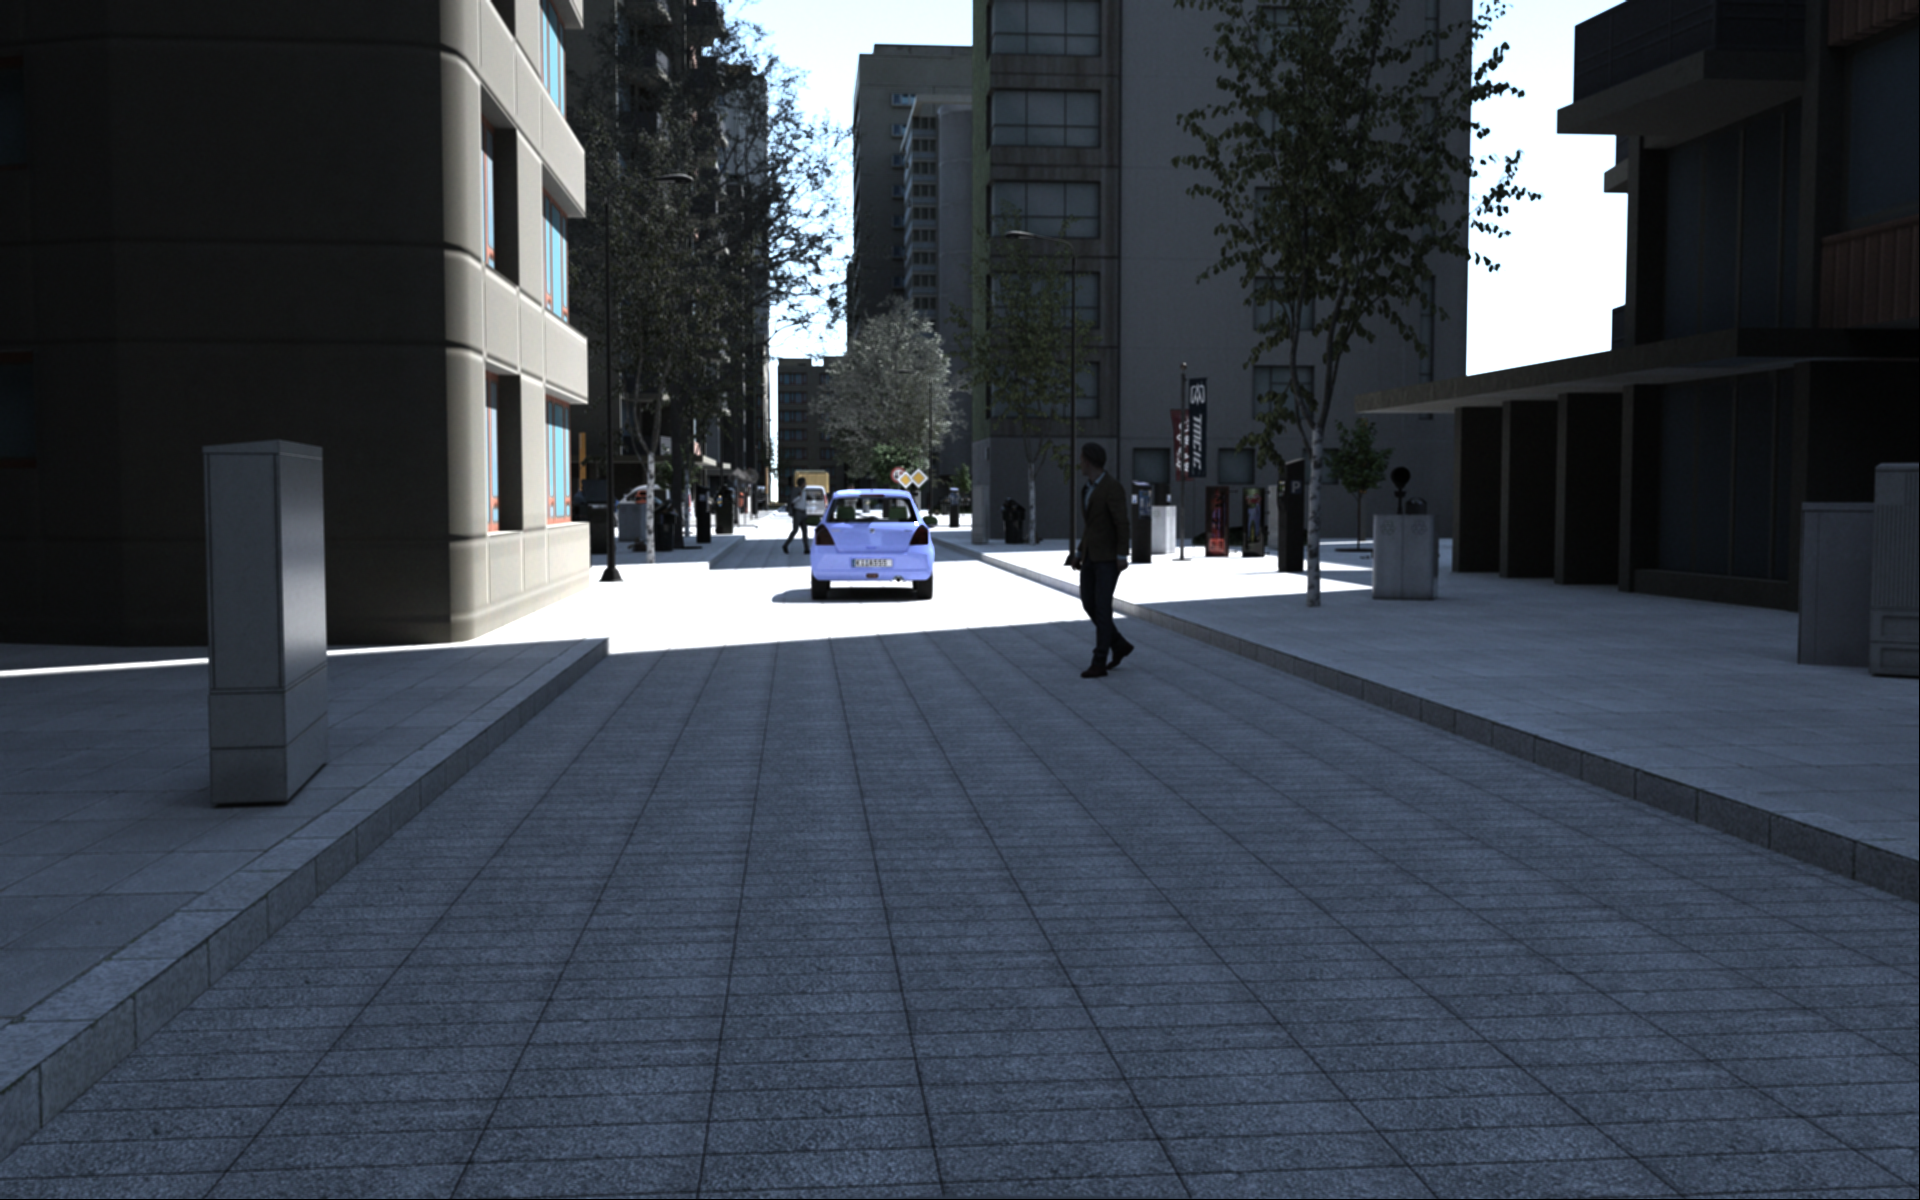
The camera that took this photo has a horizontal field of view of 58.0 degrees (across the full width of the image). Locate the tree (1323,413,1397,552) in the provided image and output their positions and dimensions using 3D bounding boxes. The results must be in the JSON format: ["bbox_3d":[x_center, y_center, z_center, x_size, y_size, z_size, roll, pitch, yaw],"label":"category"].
[{"bbox_3d":[8.986,-2.693,38.632,1.663,3.219,1.824,0,3,0],"label":"tree"}]

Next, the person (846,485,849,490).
[{"bbox_3d":[-4.730,-3.946,73.039,0.654,1.822,0.581,-2,4,-27],"label":"person"}]

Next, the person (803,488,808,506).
[{"bbox_3d":[-7.420,-4.498,81.411,0.474,1.900,0.648,1,4,10],"label":"person"}]

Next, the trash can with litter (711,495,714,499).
[{"bbox_3d":[-20.701,-8.027,142.633,1.055,1.170,0.624,1,4,19],"label":"trash can with litter"}]

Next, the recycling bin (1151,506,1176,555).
[{"bbox_3d":[4.176,-1.500,37.079,0.722,1.027,0.722,2,4,27],"label":"recycling bin"}]

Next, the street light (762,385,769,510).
[{"bbox_3d":[-8.957,-6.160,73.257,1.470,5.913,1.316,0,4,-5],"label":"street light"}]

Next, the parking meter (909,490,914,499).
[{"bbox_3d":[-3.115,-6.412,113.242,0.372,1.533,0.369,0,3,0],"label":"parking meter"}]

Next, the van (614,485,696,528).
[{"bbox_3d":[-12.753,-3.841,69.809,4.112,2.044,2.013,0,4,-4],"label":"van"}]

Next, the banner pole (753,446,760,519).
[{"bbox_3d":[-10.715,-6.175,90.973,0.401,3.779,0.863,0,4,-8],"label":"banner pole"}]

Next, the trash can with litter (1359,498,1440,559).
[{"bbox_3d":[8.868,-1.471,35.114,2.233,1.210,1.678,-2,4,-28],"label":"trash can with litter"}]

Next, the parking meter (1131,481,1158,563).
[{"bbox_3d":[3.389,-1.463,32.339,0.372,1.533,0.369,0,3,0],"label":"parking meter"}]

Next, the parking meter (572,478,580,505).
[{"bbox_3d":[-13.624,-3.435,61.878,0.255,1.863,0.399,2,4,32],"label":"parking meter"}]

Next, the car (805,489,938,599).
[{"bbox_3d":[-1.271,-0.935,24.884,1.945,1.707,3.694,0,4,-3],"label":"car"}]

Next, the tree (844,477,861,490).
[{"bbox_3d":[-10.625,-10.734,170.094,1.663,3.219,1.824,0,3,0],"label":"tree"}]

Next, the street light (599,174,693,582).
[{"bbox_3d":[-4.577,-3.226,25.283,1.470,5.913,1.316,0,4,-5],"label":"street light"}]

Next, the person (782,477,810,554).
[{"bbox_3d":[-3.878,-2.007,41.418,0.850,1.850,0.679,2,4,24],"label":"person"}]

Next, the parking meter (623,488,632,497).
[{"bbox_3d":[-14.184,-4.008,73.942,0.372,1.533,0.369,0,3,0],"label":"parking meter"}]

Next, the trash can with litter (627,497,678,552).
[{"bbox_3d":[-6.861,-1.669,38.679,1.055,1.170,0.624,-2,4,-25],"label":"trash can with litter"}]

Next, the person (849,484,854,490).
[{"bbox_3d":[-3.945,-3.304,62.695,0.511,1.800,0.466,-2,4,-28],"label":"person"}]

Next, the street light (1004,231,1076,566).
[{"bbox_3d":[1.479,-3.566,30.850,1.470,5.913,1.316,0,4,-5],"label":"street light"}]

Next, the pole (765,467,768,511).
[{"bbox_3d":[-14.705,-8.432,131.703,0.158,3.312,0.155,0,3,0],"label":"pole"}]

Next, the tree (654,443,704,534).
[{"bbox_3d":[-9.200,-3.766,56.182,1.663,3.219,1.824,0,3,0],"label":"tree"}]

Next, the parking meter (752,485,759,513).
[{"bbox_3d":[-13.566,-6.668,114.728,0.399,1.863,0.255,0,4,8],"label":"parking meter"}]

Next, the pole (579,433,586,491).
[{"bbox_3d":[-12.551,-3.901,57.626,0.158,3.312,0.155,0,3,0],"label":"pole"}]

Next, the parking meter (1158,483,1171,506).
[{"bbox_3d":[4.649,-1.921,39.815,0.372,1.533,0.369,0,3,0],"label":"parking meter"}]

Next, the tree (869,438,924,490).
[{"bbox_3d":[-3.478,-6.885,96.278,4.285,4.588,4.351,0,3,0],"label":"tree"}]

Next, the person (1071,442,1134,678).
[{"bbox_3d":[1.123,-0.331,13.818,0.656,1.842,0.836,2,4,34],"label":"person"}]

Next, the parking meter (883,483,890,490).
[{"bbox_3d":[-3.917,-5.240,91.379,0.399,1.863,0.255,0,4,-6],"label":"parking meter"}]

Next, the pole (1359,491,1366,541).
[{"bbox_3d":[10.893,-3.242,46.847,0.158,3.312,0.155,0,3,0],"label":"pole"}]

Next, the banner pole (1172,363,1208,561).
[{"bbox_3d":[4.413,-2.632,33.050,0.401,3.779,0.863,-3,4,-38],"label":"banner pole"}]

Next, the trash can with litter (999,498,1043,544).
[{"bbox_3d":[1.576,-2.042,44.766,1.055,1.170,0.624,-2,4,-27],"label":"trash can with litter"}]

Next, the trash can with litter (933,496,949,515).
[{"bbox_3d":[-1.103,-5.681,104.269,1.055,1.170,0.624,-1,4,-12],"label":"trash can with litter"}]

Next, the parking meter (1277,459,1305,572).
[{"bbox_3d":[5.445,-1.395,28.521,0.399,1.863,0.255,-1,4,-22],"label":"parking meter"}]

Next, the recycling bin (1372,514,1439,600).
[{"bbox_3d":[5.487,-0.535,21.304,0.722,1.027,0.722,1,4,20],"label":"recycling bin"}]

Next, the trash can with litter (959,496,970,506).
[{"bbox_3d":[0.192,-7.392,132.239,1.055,1.170,0.624,-1,4,-14],"label":"trash can with litter"}]

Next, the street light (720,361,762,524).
[{"bbox_3d":[-7.717,-5.348,59.978,1.470,5.913,1.316,0,4,-5],"label":"street light"}]

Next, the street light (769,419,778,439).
[{"bbox_3d":[-12.186,-8.243,107.317,1.470,5.913,1.316,0,4,-5],"label":"street light"}]

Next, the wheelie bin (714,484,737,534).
[{"bbox_3d":[-7.543,-2.920,55.652,0.693,1.594,0.980,0,4,-2],"label":"wheelie bin"}]

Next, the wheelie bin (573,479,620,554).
[{"bbox_3d":[-7.805,-1.783,37.065,0.980,1.594,0.693,-2,4,-30],"label":"wheelie bin"}]

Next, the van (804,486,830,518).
[{"bbox_3d":[-7.670,-5.072,89.935,2.013,2.044,4.112,0,4,-4],"label":"van"}]

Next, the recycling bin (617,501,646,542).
[{"bbox_3d":[-8.787,-2.103,46.940,0.722,1.027,0.722,1,4,15],"label":"recycling bin"}]

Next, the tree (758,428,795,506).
[{"bbox_3d":[-20.667,-14.829,192.819,4.737,8.622,4.395,0,3,0],"label":"tree"}]

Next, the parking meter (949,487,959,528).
[{"bbox_3d":[-0.217,-3.530,66.119,0.372,1.533,0.369,0,3,0],"label":"parking meter"}]

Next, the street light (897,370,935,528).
[{"bbox_3d":[-1.641,-5.654,64.984,1.470,5.913,1.316,0,4,-5],"label":"street light"}]

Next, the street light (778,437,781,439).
[{"bbox_3d":[-15.360,-10.366,142.027,1.470,5.913,1.316,0,4,-5],"label":"street light"}]

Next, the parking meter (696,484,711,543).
[{"bbox_3d":[-6.738,-2.268,45.490,0.372,1.533,0.369,0,3,0],"label":"parking meter"}]
